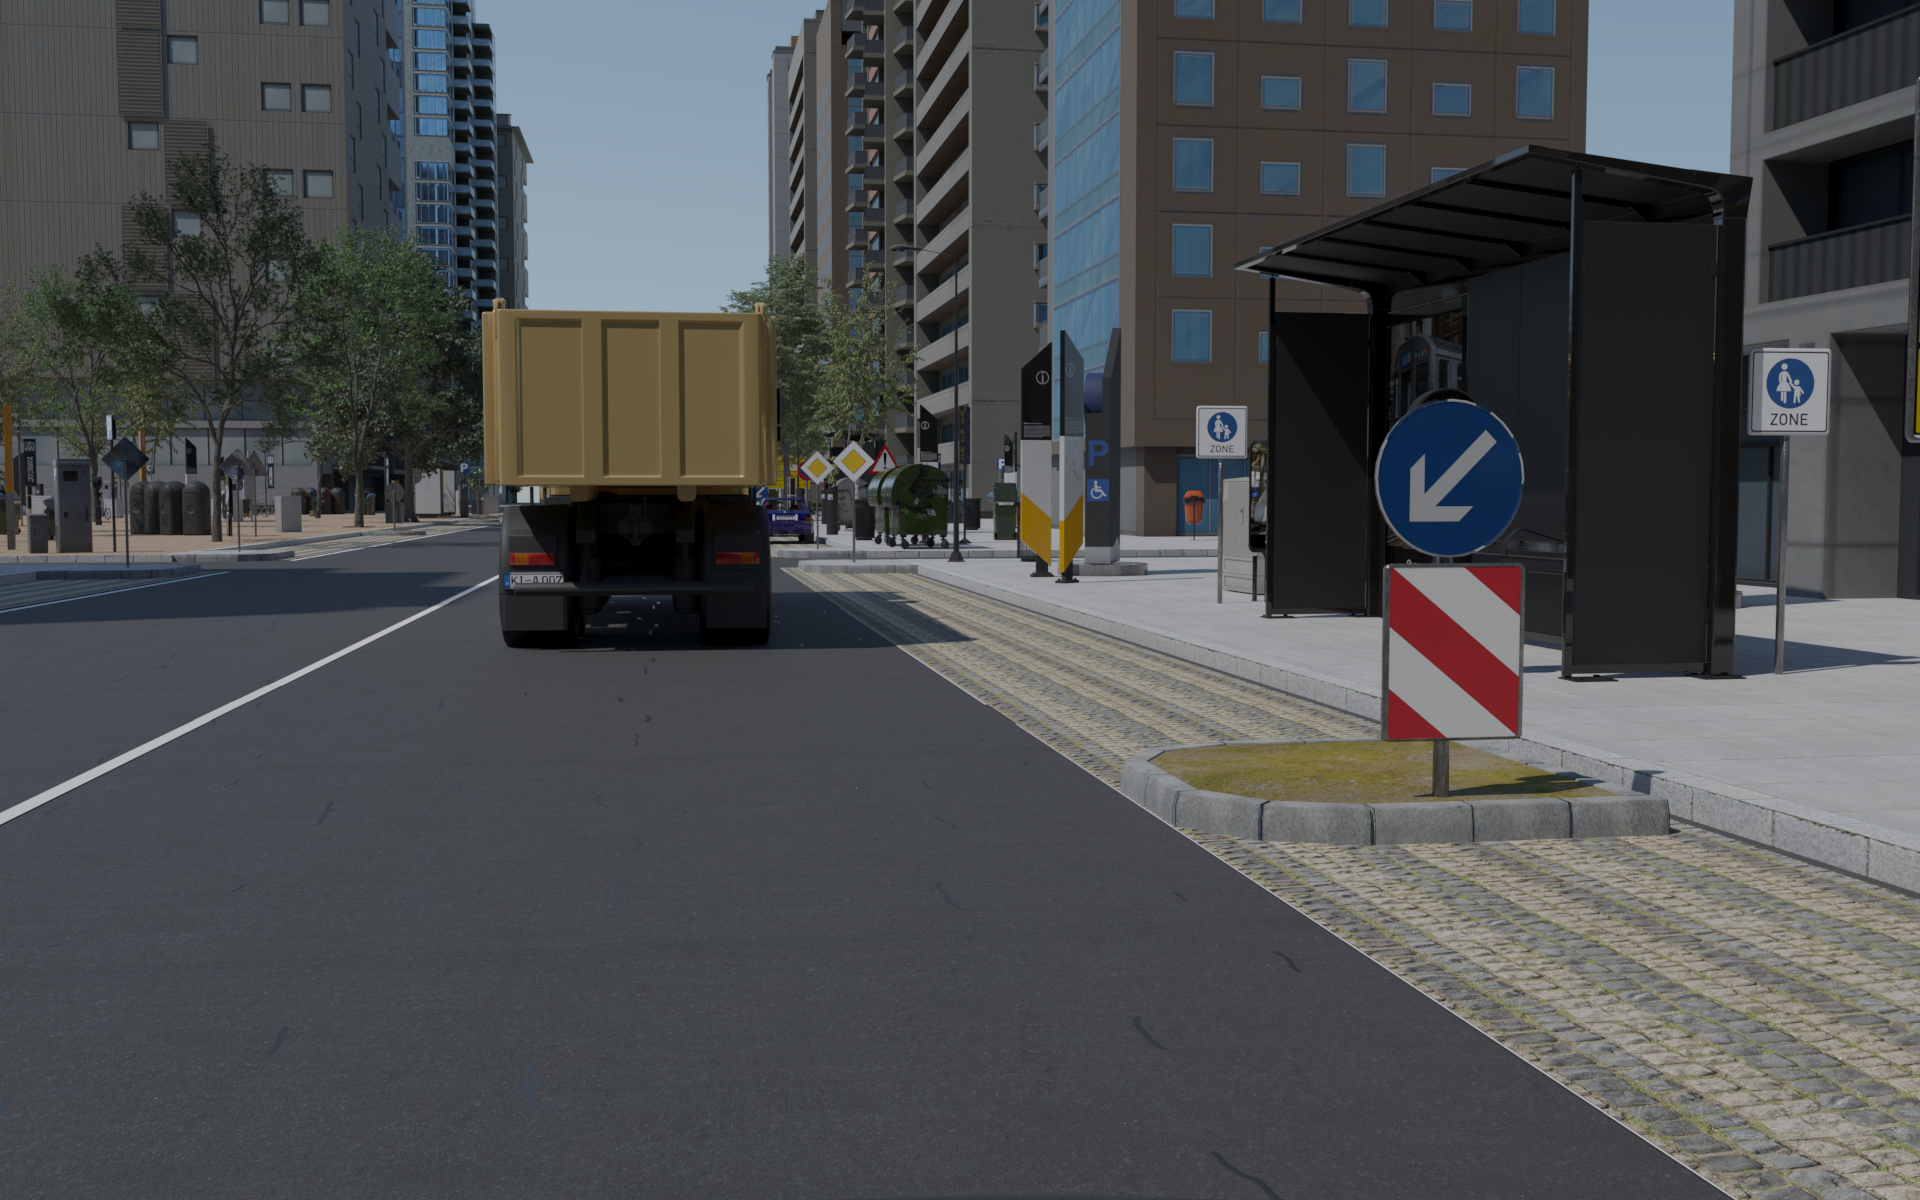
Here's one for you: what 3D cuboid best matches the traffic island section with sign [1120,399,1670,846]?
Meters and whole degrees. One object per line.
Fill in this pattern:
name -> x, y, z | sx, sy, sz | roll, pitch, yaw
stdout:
traffic island section with sign -> 1.820, 0.039, 7.990 | 1.989, 1.847, 2.006 | -1, 4, -10

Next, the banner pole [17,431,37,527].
banner pole -> -36.996, -4.809, 68.643 | 0.401, 3.779, 0.863 | 3, 4, 39

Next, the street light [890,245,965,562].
street light -> -0.605, -3.668, 32.509 | 1.470, 5.913, 1.316 | -1, 4, -10

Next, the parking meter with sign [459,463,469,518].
parking meter with sign -> -27.342, -6.070, 95.498 | 0.543, 3.016, 1.738 | -1, 4, -15

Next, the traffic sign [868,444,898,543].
traffic sign -> -1.958, -2.774, 45.353 | 0.884, 2.594, 0.081 | 0, 4, -2

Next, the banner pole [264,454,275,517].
banner pole -> -38.444, -6.503, 96.333 | 0.863, 3.779, 0.401 | 2, 4, 24

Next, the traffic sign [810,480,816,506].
traffic sign -> -7.847, -5.569, 91.050 | 0.884, 2.594, 0.081 | 0, 4, -5

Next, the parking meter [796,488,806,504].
parking meter -> -6.366, -3.727, 69.340 | 0.372, 1.533, 0.369 | 0, 3, 0

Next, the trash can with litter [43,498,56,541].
trash can with litter -> -24.842, -2.226, 47.790 | 1.055, 1.170, 0.624 | 3, 5, 42

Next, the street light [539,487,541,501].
street light -> -37.002, -11.146, 154.776 | 1.470, 5.913, 1.316 | -1, 4, -10

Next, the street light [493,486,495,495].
street light -> -30.013, -8.621, 113.500 | 1.470, 5.913, 1.316 | -1, 4, -10

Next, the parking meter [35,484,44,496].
parking meter -> -51.185, -5.543, 96.338 | 0.399, 1.863, 0.255 | 1, 4, 20

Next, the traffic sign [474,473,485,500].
traffic sign -> -29.232, -6.447, 105.513 | 0.768, 2.556, 0.104 | 0, 4, -6

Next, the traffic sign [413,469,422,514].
traffic sign -> -27.322, -5.300, 86.766 | 0.768, 2.556, 0.104 | -1, 4, -9

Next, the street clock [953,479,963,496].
street clock -> -0.091, -4.784, 82.793 | 0.358, 2.002, 0.471 | 3, 5, 42

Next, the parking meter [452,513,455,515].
parking meter -> -31.085, -5.968, 105.989 | 0.372, 1.533, 0.369 | 0, 3, 0

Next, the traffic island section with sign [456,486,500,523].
traffic island section with sign -> -24.063, -4.764, 86.526 | 1.989, 1.847, 2.006 | -1, 4, -10

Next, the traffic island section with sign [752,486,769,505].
traffic island section with sign -> -7.407, -3.308, 62.713 | 1.989, 1.847, 2.006 | -1, 4, -10

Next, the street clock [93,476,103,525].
street clock -> -35.445, -4.077, 71.228 | 0.358, 2.002, 0.471 | 0, 4, -5

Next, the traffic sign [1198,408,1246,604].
traffic sign -> 3.041, -1.106, 20.210 | 0.606, 2.300, 0.079 | 0, 4, -7

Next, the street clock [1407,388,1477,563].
street clock -> 3.324, -0.452, 11.959 | 0.471, 2.002, 0.358 | 0, 4, -1

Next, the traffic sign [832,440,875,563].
traffic sign -> -1.983, -1.754, 32.326 | 0.795, 2.450, 0.064 | -1, 4, -10

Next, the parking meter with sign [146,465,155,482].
parking meter with sign -> -47.889, -6.496, 102.467 | 0.543, 3.016, 1.738 | -2, 4, -26

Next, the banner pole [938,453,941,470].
banner pole -> -1.410, -6.300, 93.022 | 0.863, 3.779, 0.401 | -1, 4, -15

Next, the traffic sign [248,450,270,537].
traffic sign -> -21.025, -3.158, 51.640 | 0.884, 2.594, 0.081 | 0, 4, -2

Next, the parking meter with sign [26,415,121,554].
parking meter with sign -> -19.386, -2.540, 37.791 | 1.738, 3.016, 0.543 | -3, 4, -37

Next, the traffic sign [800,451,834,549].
traffic sign -> -3.309, -2.236, 40.201 | 0.795, 2.450, 0.064 | -1, 4, -10

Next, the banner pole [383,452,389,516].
banner pole -> -33.998, -6.893, 102.720 | 0.401, 3.779, 0.863 | -3, 4, -37

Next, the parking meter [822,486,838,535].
parking meter -> -4.003, -2.806, 54.292 | 0.372, 1.533, 0.369 | 0, 3, 0

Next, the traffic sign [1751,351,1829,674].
traffic sign -> 5.826, -0.619, 12.255 | 0.606, 2.300, 0.079 | 0, 4, -7

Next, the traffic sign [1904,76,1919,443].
traffic sign -> 5.758, -0.899, 8.569 | 2.265, 3.308, 0.079 | 0, 4, -3

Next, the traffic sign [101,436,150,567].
traffic sign -> -14.554, -1.627, 30.237 | 0.795, 2.450, 0.064 | -1, 4, -10

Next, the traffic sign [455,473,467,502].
traffic sign -> -30.159, -6.395, 104.666 | 0.768, 2.556, 0.104 | 0, 4, -1

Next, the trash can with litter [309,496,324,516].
trash can with litter -> -37.418, -5.459, 100.634 | 0.624, 1.170, 1.055 | 0, 4, 1

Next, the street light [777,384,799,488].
street light -> -7.333, -6.121, 72.613 | 1.470, 5.913, 1.316 | -1, 4, -10

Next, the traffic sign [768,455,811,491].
traffic sign -> -8.912, -5.911, 90.515 | 2.265, 3.308, 0.079 | 0, 4, -7

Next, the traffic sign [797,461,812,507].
traffic sign -> -5.893, -4.078, 66.777 | 0.768, 2.556, 0.104 | -1, 4, -9

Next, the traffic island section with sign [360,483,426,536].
traffic island section with sign -> -19.582, -3.139, 59.944 | 1.989, 1.847, 2.006 | -1, 4, -10

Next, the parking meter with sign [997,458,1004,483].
parking meter with sign -> 2.258, -5.455, 85.452 | 0.543, 3.016, 1.738 | 1, 4, 12

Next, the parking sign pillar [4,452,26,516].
parking sign pillar -> -56.350, -7.040, 103.574 | 1.447, 3.967, 1.447 | -1, 4, -21

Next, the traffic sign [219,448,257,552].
traffic sign -> -15.881, -2.108, 38.111 | 0.795, 2.450, 0.064 | -1, 4, -10
